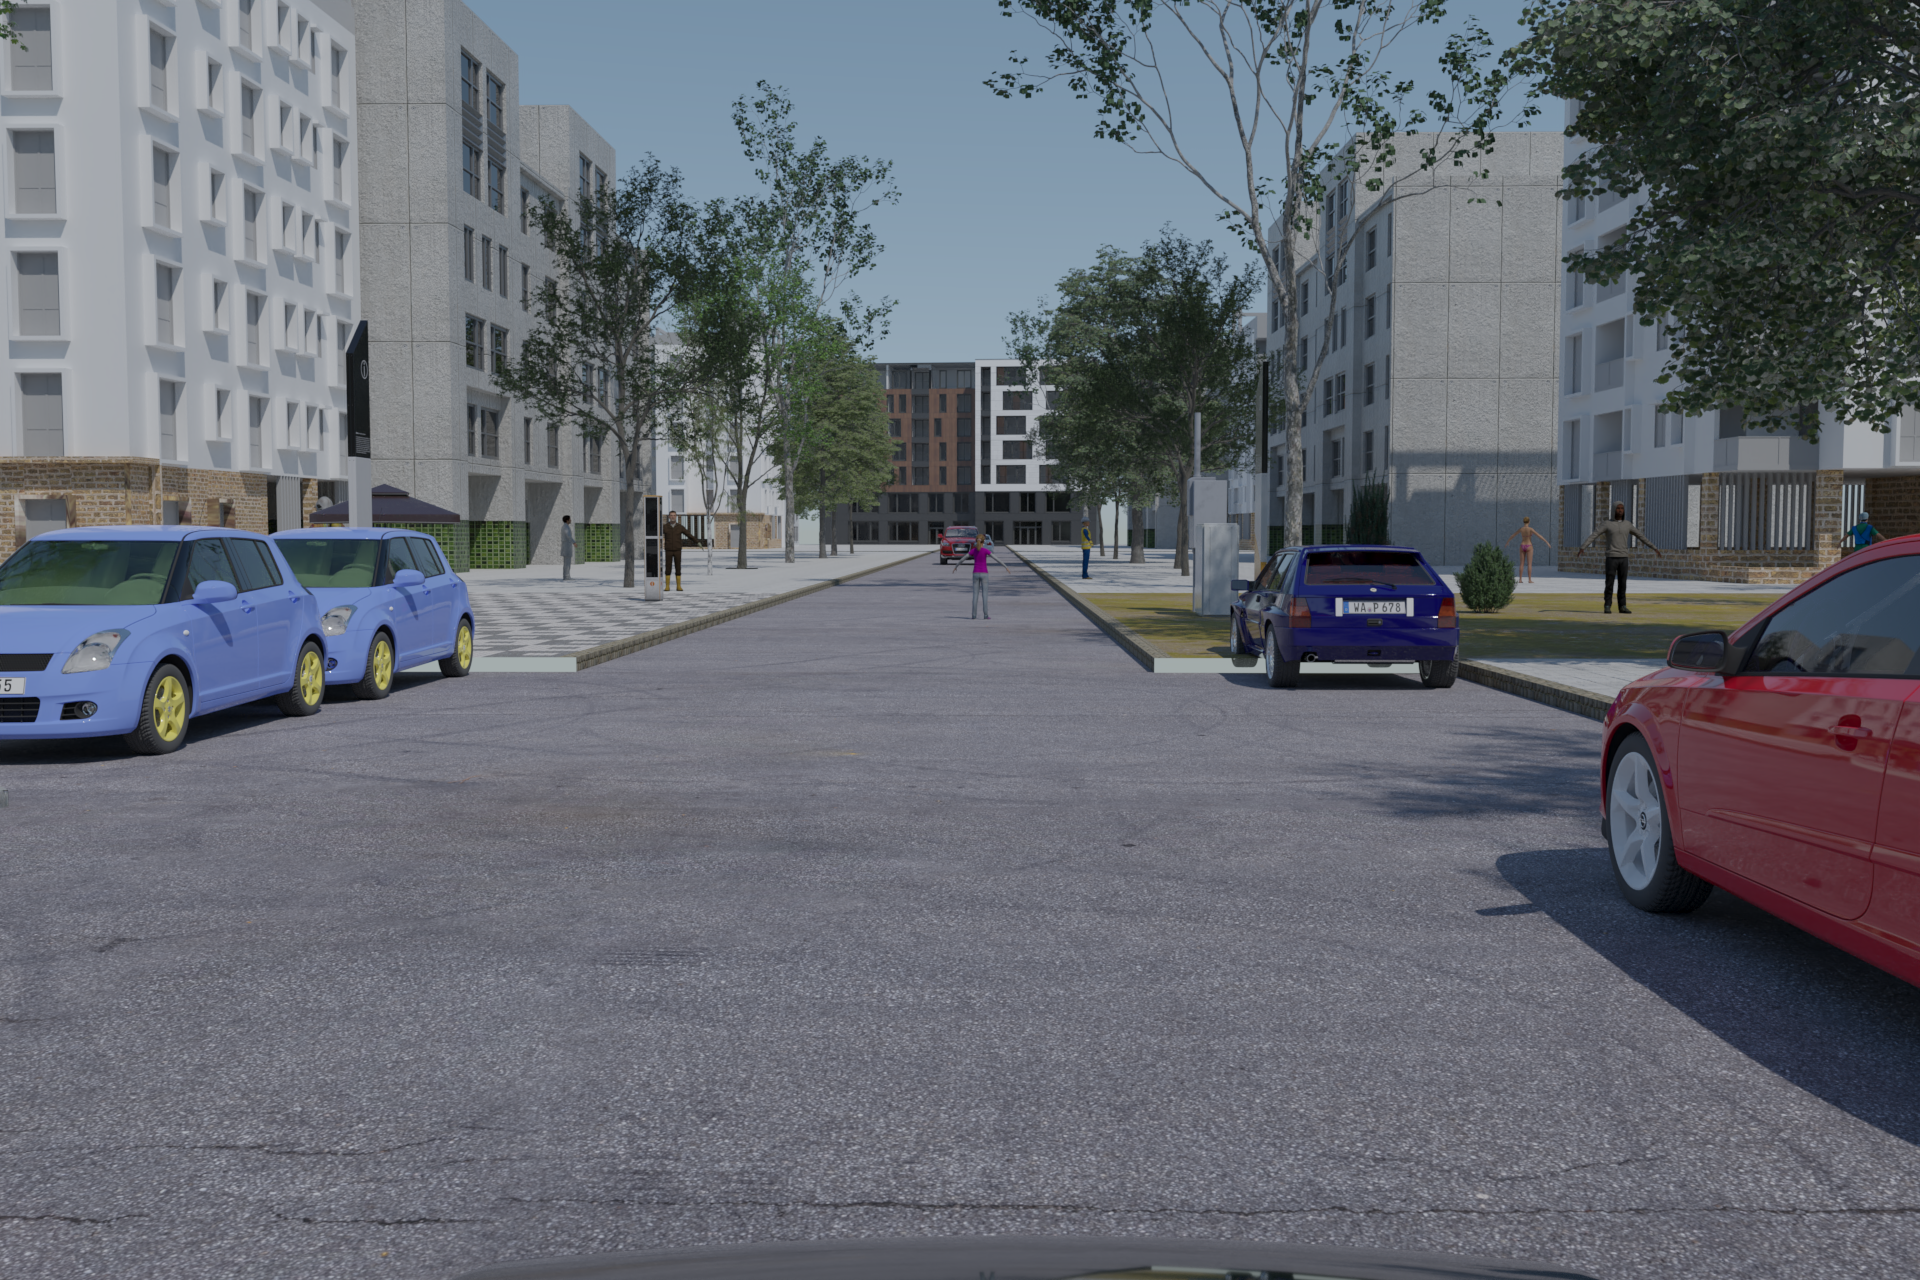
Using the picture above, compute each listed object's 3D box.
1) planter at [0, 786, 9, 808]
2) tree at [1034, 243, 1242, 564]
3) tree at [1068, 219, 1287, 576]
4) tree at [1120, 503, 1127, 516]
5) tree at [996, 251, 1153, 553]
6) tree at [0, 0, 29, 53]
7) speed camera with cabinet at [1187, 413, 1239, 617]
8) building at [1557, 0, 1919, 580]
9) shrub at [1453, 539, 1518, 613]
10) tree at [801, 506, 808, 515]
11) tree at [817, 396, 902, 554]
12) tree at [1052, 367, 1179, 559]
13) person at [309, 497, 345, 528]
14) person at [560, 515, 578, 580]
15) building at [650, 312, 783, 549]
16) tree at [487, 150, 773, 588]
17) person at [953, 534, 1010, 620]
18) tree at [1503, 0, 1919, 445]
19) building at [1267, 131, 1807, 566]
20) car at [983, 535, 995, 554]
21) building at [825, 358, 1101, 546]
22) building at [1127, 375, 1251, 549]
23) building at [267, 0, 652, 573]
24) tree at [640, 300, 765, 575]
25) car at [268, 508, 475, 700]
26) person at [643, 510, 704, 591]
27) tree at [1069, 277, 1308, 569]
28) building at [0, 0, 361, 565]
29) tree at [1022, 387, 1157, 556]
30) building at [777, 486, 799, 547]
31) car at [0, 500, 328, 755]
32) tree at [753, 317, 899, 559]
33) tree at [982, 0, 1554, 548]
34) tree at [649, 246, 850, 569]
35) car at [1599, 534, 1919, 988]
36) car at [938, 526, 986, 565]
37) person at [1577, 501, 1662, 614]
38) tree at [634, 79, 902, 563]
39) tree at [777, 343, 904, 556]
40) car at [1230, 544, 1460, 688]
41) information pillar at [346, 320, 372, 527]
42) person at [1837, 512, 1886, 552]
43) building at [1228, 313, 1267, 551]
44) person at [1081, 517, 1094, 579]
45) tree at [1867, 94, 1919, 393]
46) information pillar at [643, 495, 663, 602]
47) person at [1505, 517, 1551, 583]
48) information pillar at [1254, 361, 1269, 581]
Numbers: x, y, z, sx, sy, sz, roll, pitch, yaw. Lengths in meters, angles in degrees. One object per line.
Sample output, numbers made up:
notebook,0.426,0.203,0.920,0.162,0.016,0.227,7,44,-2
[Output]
planter,-6.008,0.764,8.643,1.991,0.319,1.994,0,4,1
tree,7.633,-10.284,74.805,9.857,13.997,8.962,0,3,0
tree,6.578,-7.218,52.431,7.601,10.594,8.767,-2,4,-31
tree,23.037,-16.909,210.869,7.601,10.594,8.767,0,4,3
tree,8.564,-16.026,117.918,12.611,20.169,13.585,0,3,0
tree,-11.999,-5.467,15.136,9.928,11.665,9.643,0,3,0
speed camera with cabinet,4.044,-2.036,27.629,0.660,3.252,2.038,0,4,1
building,25.302,-12.239,56.531,16.016,20.090,11.380,0,4,1
shrub,8.530,-1.038,28.095,1.383,1.207,1.383,0,3,0
tree,-21.192,-16.774,208.669,7.601,10.594,8.767,0,4,0
tree,-7.313,-10.860,111.981,7.601,10.594,8.767,-2,4,-32
tree,8.238,-9.396,88.035,7.601,10.594,8.767,-2,4,-27
person,-9.814,-1.283,26.753,0.705,1.858,1.354,2,4,30
person,-10.864,-2.558,48.012,0.705,1.806,1.347,-2,4,-25
building,-21.773,-17.840,148.111,16.016,20.090,11.380,0,4,2
tree,-7.688,-6.546,41.436,8.767,10.594,7.601,3,5,42
person,0.354,-1.062,29.080,0.991,1.433,0.599,1,4,12
tree,9.850,-6.686,15.973,9.857,13.997,8.962,0,3,0
building,25.913,-13.359,84.870,16.747,18.905,31.486,0,4,1
car,1.256,-6.021,110.444,2.014,1.417,4.499,0,4,0
building,1.001,-22.532,214.832,32.646,21.610,27.936,0,4,6
building,25.612,-18.277,165.288,16.747,18.905,31.486,0,4,1
building,-24.439,-12.569,71.968,16.747,18.905,31.486,0,4,2
tree,-7.719,-6.327,53.802,4.360,8.622,3.978,0,3,0
car,-5.811,-0.398,16.103,1.945,1.707,3.694,0,4,1
person,-6.426,-1.998,38.803,1.346,1.812,0.704,-1,4,-13
tree,8.084,-7.870,63.086,8.767,10.594,7.601,-1,4,-18
building,-24.395,-11.373,42.361,16.016,20.090,11.380,0,4,2
tree,8.064,-10.087,99.332,8.767,10.594,7.601,-1,4,-23
building,-21.429,-14.732,183.016,9.099,9.664,28.070,0,4,0
car,-5.955,-0.170,12.375,1.945,1.707,3.694,0,4,1
tree,-7.058,-10.523,90.180,7.486,12.596,7.792,0,3,0
tree,6.376,-11.098,37.342,12.611,20.169,13.585,0,3,0
tree,-7.889,-8.388,62.905,9.928,11.665,9.643,0,3,0
car,3.428,0.230,5.284,2.155,1.783,4.494,0,4,1
car,0.094,-4.479,81.910,2.281,1.827,5.304,0,4,1
person,10.599,-1.333,27.918,1.348,1.813,0.705,0,3,0
tree,-8.560,-13.419,75.287,12.611,20.169,13.585,0,3,0
tree,-7.032,-11.230,101.735,7.486,12.596,7.792,0,3,0
car,3.778,-0.301,17.501,1.945,1.354,3.894,0,4,1
information pillar,-6.510,-1.679,18.809,0.183,3.616,0.504,0,4,1
person,22.284,-2.238,42.715,0.704,1.817,1.347,-3,5,-39
building,27.755,-17.640,144.838,16.016,20.090,11.380,0,4,1
person,3.646,-2.604,49.047,0.721,1.772,1.216,0,4,-3
tree,16.827,-4.793,28.721,4.737,8.622,4.395,0,3,0
information pillar,-5.843,-1.745,33.026,0.304,2.012,0.304,0,4,3
person,14.840,-2.355,45.309,1.217,1.733,0.721,3,4,39
information pillar,4.135,-1.982,23.759,0.183,3.616,0.504,0,4,-1
